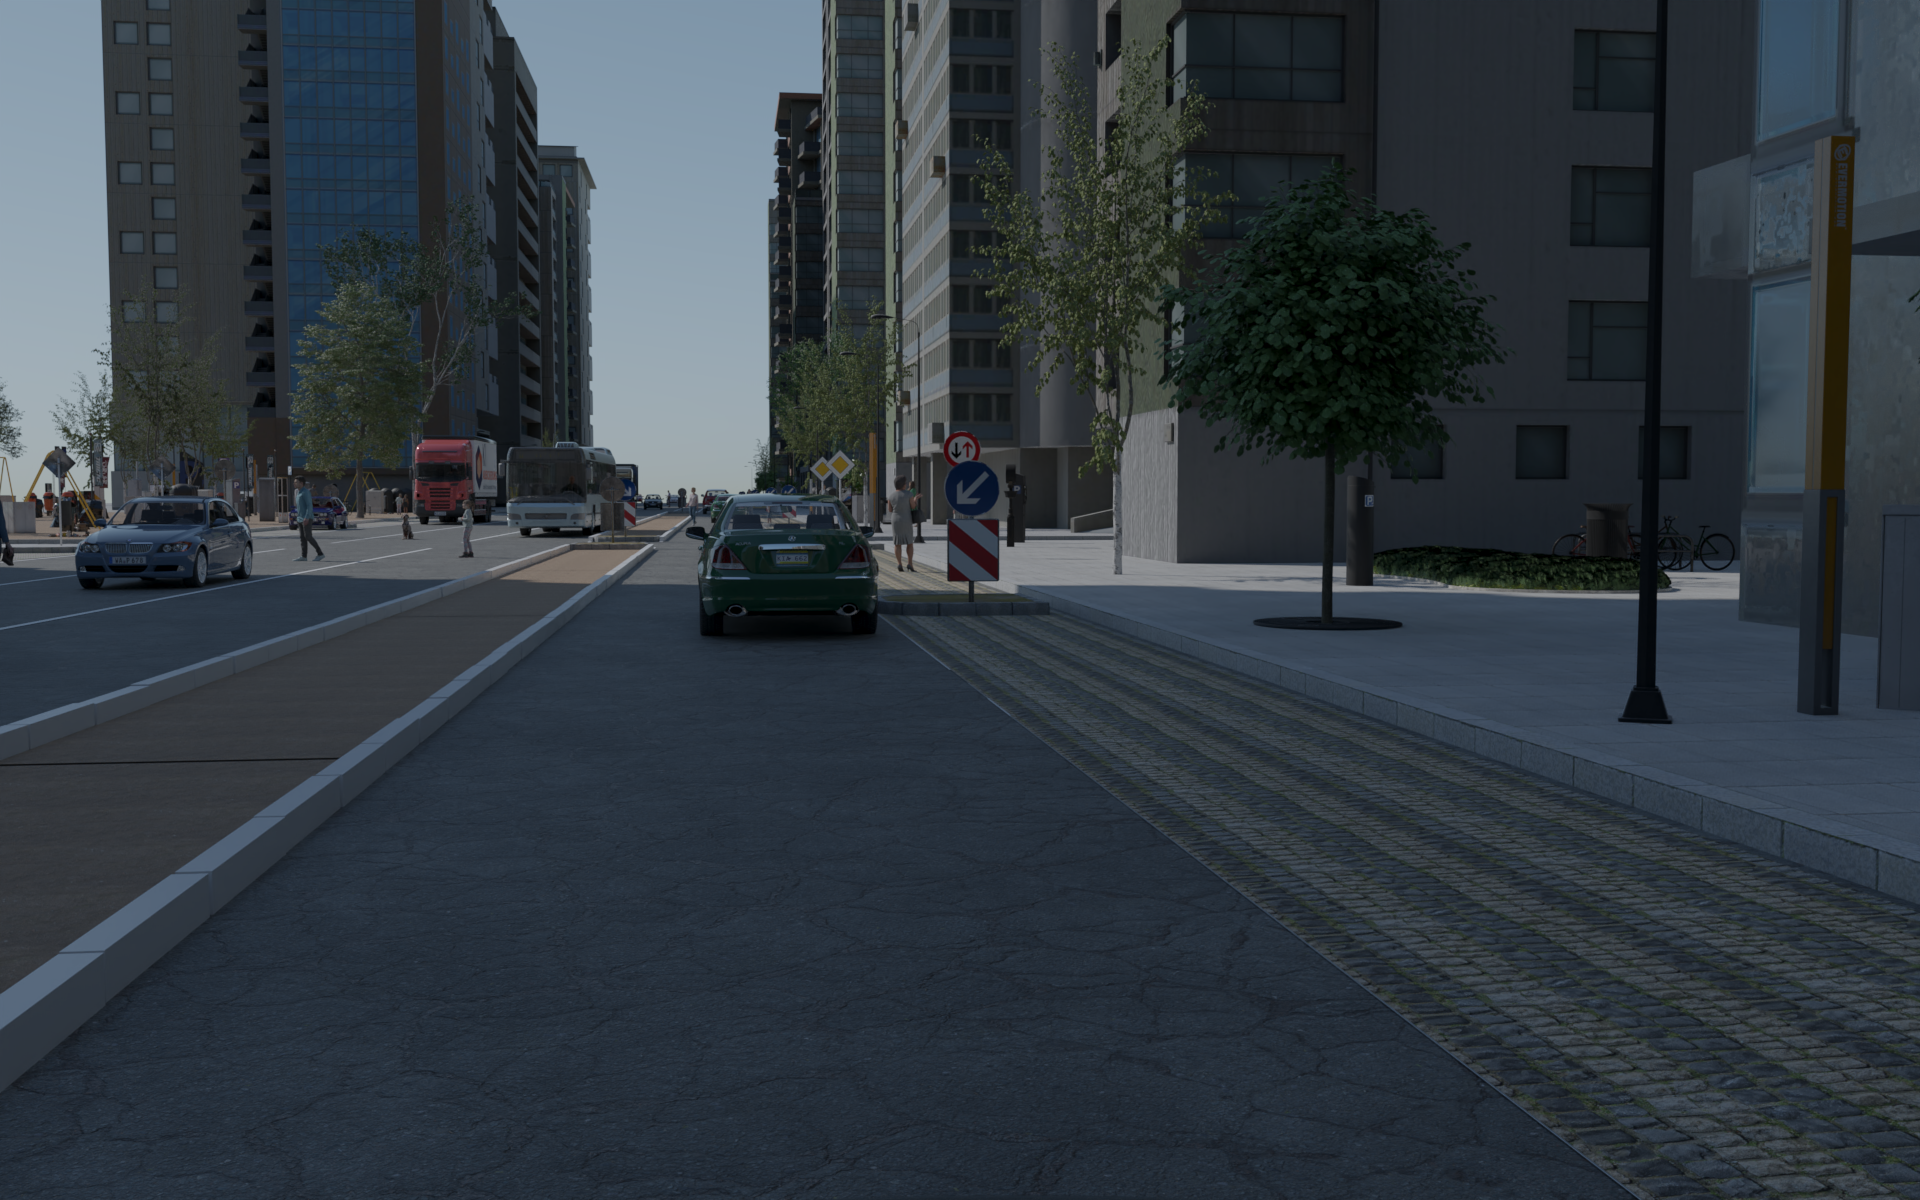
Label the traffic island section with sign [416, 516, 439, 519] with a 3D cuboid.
[{"bbox_3d":[-30.232,-5.586,99.961,1.989,1.847,2.006,0,4,-8],"label":"traffic island section with sign"}]

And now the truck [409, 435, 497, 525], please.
[{"bbox_3d":[-24.704,-5.875,84.968,2.839,4.237,11.283,0,4,-8],"label":"truck"}]

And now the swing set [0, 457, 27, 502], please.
[{"bbox_3d":[-41.318,-4.576,72.441,3.119,2.851,2.862,-1,4,-12],"label":"swing set"}]

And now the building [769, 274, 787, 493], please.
[{"bbox_3d":[-18.122,-27.933,228.406,14.160,30.474,14.107,0,4,-8],"label":"building"}]

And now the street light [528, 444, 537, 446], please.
[{"bbox_3d":[-40.120,-11.567,161.658,1.470,5.913,1.316,0,4,-8],"label":"street light"}]

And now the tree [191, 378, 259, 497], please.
[{"bbox_3d":[-46.686,-9.700,108.962,4.737,8.622,4.395,0,3,0],"label":"tree"}]

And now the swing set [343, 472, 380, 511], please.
[{"bbox_3d":[-42.121,-7.640,122.531,2.862,2.851,3.119,0,4,-3],"label":"swing set"}]

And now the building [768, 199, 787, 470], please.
[{"bbox_3d":[-19.784,-34.185,242.511,14.154,41.232,14.086,0,4,-8],"label":"building"}]

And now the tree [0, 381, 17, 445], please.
[{"bbox_3d":[-50.057,-8.357,86.994,4.737,8.622,4.395,0,3,0],"label":"tree"}]

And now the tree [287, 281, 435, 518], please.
[{"bbox_3d":[-31.841,-10.688,92.879,7.486,12.596,7.792,0,3,0],"label":"tree"}]

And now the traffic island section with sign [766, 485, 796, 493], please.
[{"bbox_3d":[-7.650,-4.128,76.117,1.989,1.847,2.006,0,4,-8],"label":"traffic island section with sign"}]

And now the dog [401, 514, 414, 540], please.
[{"bbox_3d":[-17.350,-2.317,54.714,0.513,0.831,0.800,3,5,40],"label":"dog"}]

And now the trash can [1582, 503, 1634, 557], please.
[{"bbox_3d":[10.033,-0.930,26.857,0.748,1.137,0.748,0,3,0],"label":"trash can"}]

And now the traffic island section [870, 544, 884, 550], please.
[{"bbox_3d":[-3.109,-1.431,45.682,2.009,0.180,2.903,0,4,-8],"label":"traffic island section"}]

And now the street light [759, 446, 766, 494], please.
[{"bbox_3d":[-18.618,-12.003,168.783,1.470,5.913,1.316,0,4,-8],"label":"street light"}]

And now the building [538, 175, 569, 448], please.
[{"bbox_3d":[-56.422,-32.498,214.933,14.154,41.232,14.086,0,4,-8],"label":"building"}]

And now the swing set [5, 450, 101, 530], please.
[{"bbox_3d":[-32.825,-3.984,62.756,2.862,2.851,3.119,-2,4,-29],"label":"swing set"}]

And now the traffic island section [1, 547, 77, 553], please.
[{"bbox_3d":[-22.369,-1.270,43.041,2.009,0.180,2.903,0,4,-8],"label":"traffic island section"}]

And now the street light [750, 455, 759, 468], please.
[{"bbox_3d":[-24.881,-14.781,214.213,1.470,5.913,1.316,0,4,-8],"label":"street light"}]

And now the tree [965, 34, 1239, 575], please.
[{"bbox_3d":[2.271,-4.709,27.347,4.737,8.622,4.395,0,3,0],"label":"tree"}]

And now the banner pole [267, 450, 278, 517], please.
[{"bbox_3d":[-38.762,-6.588,97.732,0.401,3.779,0.863,2,4,24],"label":"banner pole"}]

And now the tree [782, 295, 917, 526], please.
[{"bbox_3d":[-3.701,-6.914,63.403,4.737,8.622,4.395,0,3,0],"label":"tree"}]

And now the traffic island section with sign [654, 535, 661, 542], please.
[{"bbox_3d":[-10.095,-2.710,52.441,2.006,1.907,1.989,0,4,-8],"label":"traffic island section with sign"}]

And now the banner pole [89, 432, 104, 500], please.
[{"bbox_3d":[-34.960,-4.896,70.065,0.863,3.779,0.401,2,4,24],"label":"banner pole"}]

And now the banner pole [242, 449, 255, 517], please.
[{"bbox_3d":[-39.313,-6.457,95.596,0.863,3.779,0.401,1,4,14],"label":"banner pole"}]

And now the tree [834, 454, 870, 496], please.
[{"bbox_3d":[-5.132,-5.483,84.243,1.663,3.219,1.824,0,3,0],"label":"tree"}]

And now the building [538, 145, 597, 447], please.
[{"bbox_3d":[-70.398,-41.235,263.432,28.713,52.752,27.495,0,4,-8],"label":"building"}]

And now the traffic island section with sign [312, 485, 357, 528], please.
[{"bbox_3d":[-26.502,-3.927,72.837,1.989,1.847,2.006,0,4,-8],"label":"traffic island section with sign"}]

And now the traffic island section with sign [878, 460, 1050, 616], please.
[{"bbox_3d":[-0.063,-0.767,21.163,1.989,1.847,2.006,0,4,-8],"label":"traffic island section with sign"}]

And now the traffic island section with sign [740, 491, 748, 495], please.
[{"bbox_3d":[-18.099,-8.766,151.944,1.989,1.847,2.006,0,4,-8],"label":"traffic island section with sign"}]

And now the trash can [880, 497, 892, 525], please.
[{"bbox_3d":[-3.043,-3.756,73.062,0.748,1.137,0.748,0,3,0],"label":"trash can"}]

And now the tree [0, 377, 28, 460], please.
[{"bbox_3d":[-57.537,-10.104,99.620,7.601,10.594,8.767,-1,4,-12],"label":"tree"}]

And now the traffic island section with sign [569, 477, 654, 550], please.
[{"bbox_3d":[-9.093,-2.261,45.102,2.006,1.907,1.989,0,4,-8],"label":"traffic island section with sign"}]

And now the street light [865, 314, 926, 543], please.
[{"bbox_3d":[-1.604,-4.429,44.950,1.470,5.913,1.316,0,4,-8],"label":"street light"}]

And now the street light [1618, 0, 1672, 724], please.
[{"bbox_3d":[3.346,-2.265,9.568,1.470,5.913,1.316,0,4,-8],"label":"street light"}]

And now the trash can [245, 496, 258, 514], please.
[{"bbox_3d":[-45.948,-6.160,112.363,0.748,1.137,0.748,0,3,0],"label":"trash can"}]

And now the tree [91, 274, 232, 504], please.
[{"bbox_3d":[-27.233,-6.646,59.021,4.360,8.622,3.978,0,3,0],"label":"tree"}]

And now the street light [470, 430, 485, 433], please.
[{"bbox_3d":[-35.340,-9.408,126.354,1.470,5.913,1.316,0,4,-8],"label":"street light"}]

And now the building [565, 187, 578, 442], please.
[{"bbox_3d":[-64.068,-35.556,235.959,22.147,44.769,28.867,0,4,-8],"label":"building"}]

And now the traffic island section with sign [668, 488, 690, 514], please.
[{"bbox_3d":[-20.372,-7.262,126.876,2.006,1.907,1.989,0,4,-8],"label":"traffic island section with sign"}]

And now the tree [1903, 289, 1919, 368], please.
[{"bbox_3d":[5.333,-0.837,8.288,1.663,3.219,1.824,0,3,0],"label":"tree"}]

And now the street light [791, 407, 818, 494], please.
[{"bbox_3d":[-8.149,-7.327,92.336,1.470,5.913,1.316,0,4,-8],"label":"street light"}]

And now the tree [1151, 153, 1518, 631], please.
[{"bbox_3d":[3.649,-2.022,16.770,4.285,4.588,4.351,0,3,0],"label":"tree"}]

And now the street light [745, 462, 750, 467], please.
[{"bbox_3d":[-29.880,-16.970,250.004,1.470,5.913,1.316,0,4,-8],"label":"street light"}]

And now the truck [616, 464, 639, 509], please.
[{"bbox_3d":[-31.610,-10.593,162.108,2.839,4.237,11.283,0,4,-8],"label":"truck"}]

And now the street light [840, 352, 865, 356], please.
[{"bbox_3d":[-3.217,-5.146,56.684,1.470,5.913,1.316,0,4,-8],"label":"street light"}]

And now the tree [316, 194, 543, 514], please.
[{"bbox_3d":[-33.129,-15.462,108.695,12.611,20.169,13.585,0,3,0],"label":"tree"}]

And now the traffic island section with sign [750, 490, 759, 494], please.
[{"bbox_3d":[-11.339,-5.768,102.938,1.989,1.847,2.006,0,4,-8],"label":"traffic island section with sign"}]

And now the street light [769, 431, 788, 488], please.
[{"bbox_3d":[-13.823,-9.850,133.581,1.470,5.913,1.316,0,4,-8],"label":"street light"}]

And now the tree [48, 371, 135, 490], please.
[{"bbox_3d":[-50.418,-9.206,100.874,4.737,8.622,4.395,0,3,0],"label":"tree"}]
